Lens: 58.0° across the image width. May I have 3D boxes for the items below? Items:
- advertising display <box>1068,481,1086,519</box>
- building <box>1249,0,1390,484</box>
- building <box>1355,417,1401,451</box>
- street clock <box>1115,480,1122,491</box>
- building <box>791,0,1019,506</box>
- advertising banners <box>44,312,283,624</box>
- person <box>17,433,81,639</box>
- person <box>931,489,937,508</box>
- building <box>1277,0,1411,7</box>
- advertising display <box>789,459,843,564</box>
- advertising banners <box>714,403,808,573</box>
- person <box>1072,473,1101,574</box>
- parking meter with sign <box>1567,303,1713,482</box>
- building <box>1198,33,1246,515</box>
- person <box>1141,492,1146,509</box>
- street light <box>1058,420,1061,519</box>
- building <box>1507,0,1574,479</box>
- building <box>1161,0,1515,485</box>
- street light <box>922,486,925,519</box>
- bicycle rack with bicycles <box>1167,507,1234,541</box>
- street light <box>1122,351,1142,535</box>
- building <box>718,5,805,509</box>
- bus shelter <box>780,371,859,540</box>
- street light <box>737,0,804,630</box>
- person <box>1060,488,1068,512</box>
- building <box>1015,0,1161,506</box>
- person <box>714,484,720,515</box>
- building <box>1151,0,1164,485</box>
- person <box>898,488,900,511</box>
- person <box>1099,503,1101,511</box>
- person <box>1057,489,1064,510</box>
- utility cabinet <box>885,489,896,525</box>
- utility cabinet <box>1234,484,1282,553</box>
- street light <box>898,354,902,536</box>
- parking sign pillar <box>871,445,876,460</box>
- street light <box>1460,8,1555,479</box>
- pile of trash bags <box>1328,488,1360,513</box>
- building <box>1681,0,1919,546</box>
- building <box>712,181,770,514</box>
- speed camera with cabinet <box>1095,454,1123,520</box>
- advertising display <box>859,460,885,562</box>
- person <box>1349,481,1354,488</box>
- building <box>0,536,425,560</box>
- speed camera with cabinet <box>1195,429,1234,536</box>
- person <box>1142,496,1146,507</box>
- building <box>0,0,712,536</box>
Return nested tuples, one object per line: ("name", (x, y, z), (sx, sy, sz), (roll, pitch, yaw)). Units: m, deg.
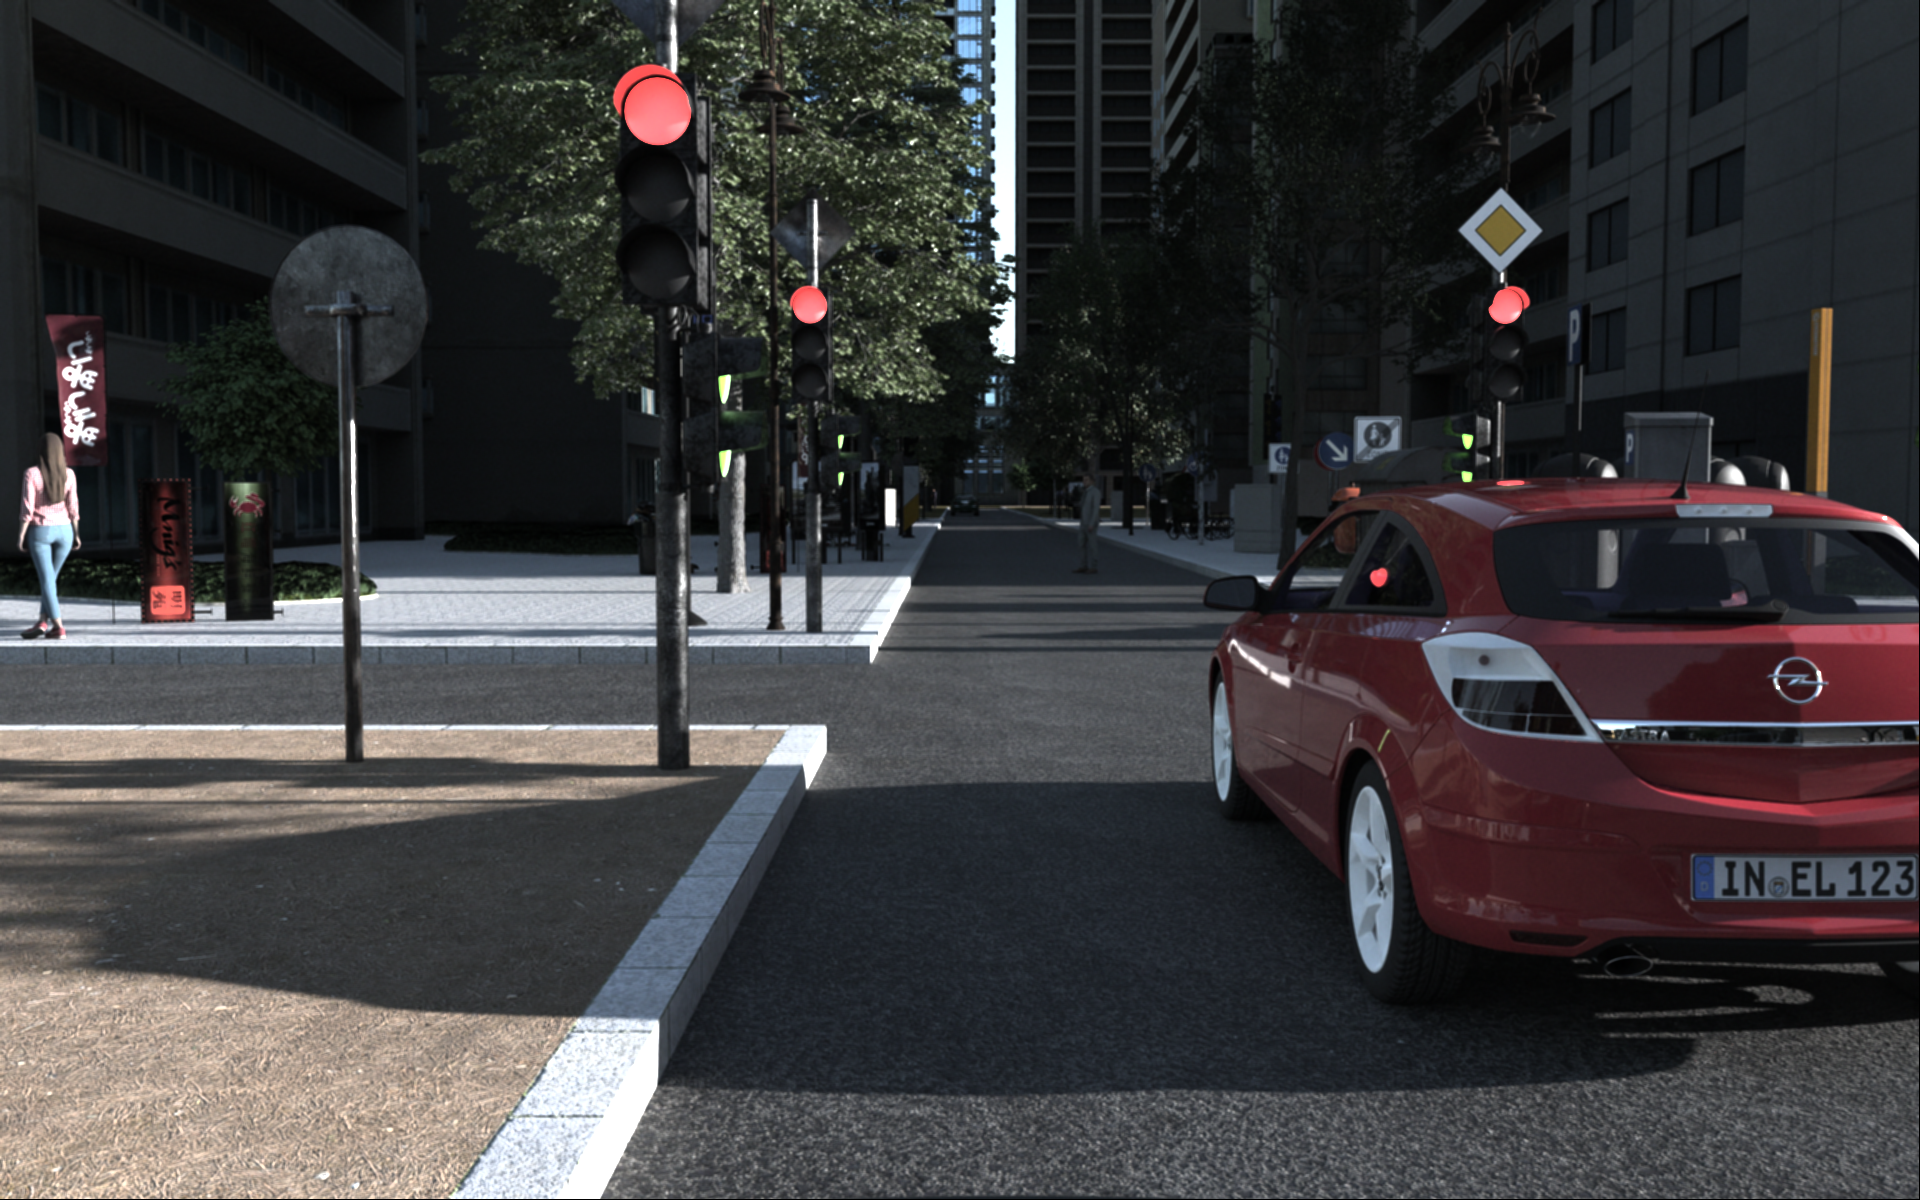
("advertising display", (5.963, -5.086, 88.369), (0.974, 1.923, 0.123), (2, 4, 27))
("building", (23.508, -25.356, 98.158), (14.154, 41.232, 14.086), (0, 3, 0))
("building", (41.713, -21.673, 199.390), (28.899, 21.520, 27.650), (0, 3, 0))
("street clock", (8.041, -5.098, 87.924), (0.358, 2.002, 0.471), (0, 4, -6))
("building", (-9.134, -54.000, 195.567), (31.000, 86.520, 22.319), (0, 3, 0))
("advertising banners", (-7.859, -1.283, 17.171), (2.074, 3.025, 0.090), (-2, 4, -24))
("person", (-8.045, -0.567, 15.331), (0.388, 1.821, 0.555), (2, 4, 24))
("person", (-2.462, -9.467, 161.277), (0.568, 1.767, 0.683), (-2, 4, -24))
("building", (22.172, -19.103, 84.038), (14.160, 30.474, 14.107), (0, 3, 0))
("advertising display", (-2.635, -1.624, 31.766), (0.974, 1.923, 0.123), (-1, 4, -12))
("advertising banners", (-3.061, -1.949, 28.052), (2.074, 3.025, 0.090), (-3, 4, -38))
("person", (2.337, -1.389, 31.318), (0.391, 1.810, 0.635), (-2, 4, -27))
("parking meter with sign", (6.540, -1.206, 15.982), (1.738, 3.016, 0.543), (0, 4, 7))
("building", (22.404, -20.847, 112.554), (14.160, 30.474, 14.107), (0, 3, 0))
("person", (15.757, -8.572, 146.289), (0.705, 1.812, 1.348), (3, 5, 41))
("street light", (5.200, -7.194, 90.406), (0.468, 5.910, 1.993), (0, 3, 0))
("building", (28.476, -26.544, 57.692), (21.300, 48.544, 21.600), (0, 3, 0))
("building", (27.081, -30.956, 129.832), (21.300, 48.544, 21.600), (0, 3, 0))
("street light", (-1.896, -7.175, 90.093), (0.468, 5.910, 1.993), (0, 3, 0))
("bicycle rack with bicycles", (7.137, -2.170, 48.860), (2.925, 0.926, 2.852), (-2, 4, -24))
("street light", (5.332, -4.953, 53.777), (0.468, 5.910, 1.993), (0, 3, 0))
("building", (-28.516, -32.082, 144.149), (30.456, 49.044, 23.786), (0, 3, 0))
("bus shelter", (-4.109, -4.584, 52.585), (2.179, 5.291, 8.768), (0, 4, 0))
("street light", (-1.744, -2.656, 16.221), (0.468, 5.910, 1.993), (0, 3, 0))
("person", (7.754, -7.363, 127.155), (0.721, 1.735, 1.217), (-3, 5, -41))
("building", (16.674, -46.250, 194.433), (20.611, 71.187, 20.563), (0, 3, 0))
("person", (-12.398, -5.127, 89.848), (0.573, 1.828, 0.580), (2, 4, 28))
("building", (24.062, -30.439, 147.791), (14.600, 45.320, 14.200), (0, 3, 0))
("person", (-4.651, -7.530, 129.819), (0.551, 1.740, 0.621), (-2, 4, -29))
("person", (8.133, -5.807, 104.184), (0.799, 1.438, 0.628), (2, 4, 24))
("person", (8.214, -8.342, 142.297), (0.709, 1.838, 0.599), (1, 4, 15))
("utility cabinet", (-3.072, -3.796, 70.751), (0.318, 1.500, 1.173), (3, 5, 39))
("utility cabinet", (6.496, -1.778, 37.757), (0.318, 1.500, 1.173), (-2, 4, -33))
("street light", (-1.830, -4.934, 53.464), (0.468, 5.910, 1.993), (0, 3, 0))
("parking sign pillar", (-4.065, -5.242, 74.176), (1.447, 3.967, 1.447), (-2, 4, -31))
("street light", (5.364, -2.713, 17.148), (0.468, 5.910, 1.993), (0, 3, 0))
("pile of trash bags", (6.907, -0.900, 24.475), (3.447, 1.369, 1.912), (0, 4, -5))
("building", (26.809, -36.524, 35.419), (20.611, 71.187, 20.563), (0, 3, 0))
("building", (-26.475, -15.983, 106.355), (27.650, 21.520, 28.899), (0, 3, 0))
("speed camera with cabinet", (7.351, -5.515, 84.500), (2.038, 3.252, 0.660), (1, 4, 12))
("advertising display", (-1.684, -1.709, 33.163), (0.123, 1.923, 0.974), (-2, 4, -27))
("person", (16.404, -4.058, 72.383), (0.794, 1.824, 0.713), (1, 4, 21))
("building", (-25.662, -25.256, 36.644), (21.300, 48.544, 21.600), (0, 3, 0))
("speed camera with cabinet", (8.177, -3.566, 52.646), (2.038, 3.252, 0.660), (1, 4, 11))
("person", (17.907, -9.840, 166.943), (0.705, 1.823, 1.348), (2, 4, 33))
("building", (-21.801, -27.064, 66.196), (21.300, 48.544, 21.600), (0, 3, 0))
